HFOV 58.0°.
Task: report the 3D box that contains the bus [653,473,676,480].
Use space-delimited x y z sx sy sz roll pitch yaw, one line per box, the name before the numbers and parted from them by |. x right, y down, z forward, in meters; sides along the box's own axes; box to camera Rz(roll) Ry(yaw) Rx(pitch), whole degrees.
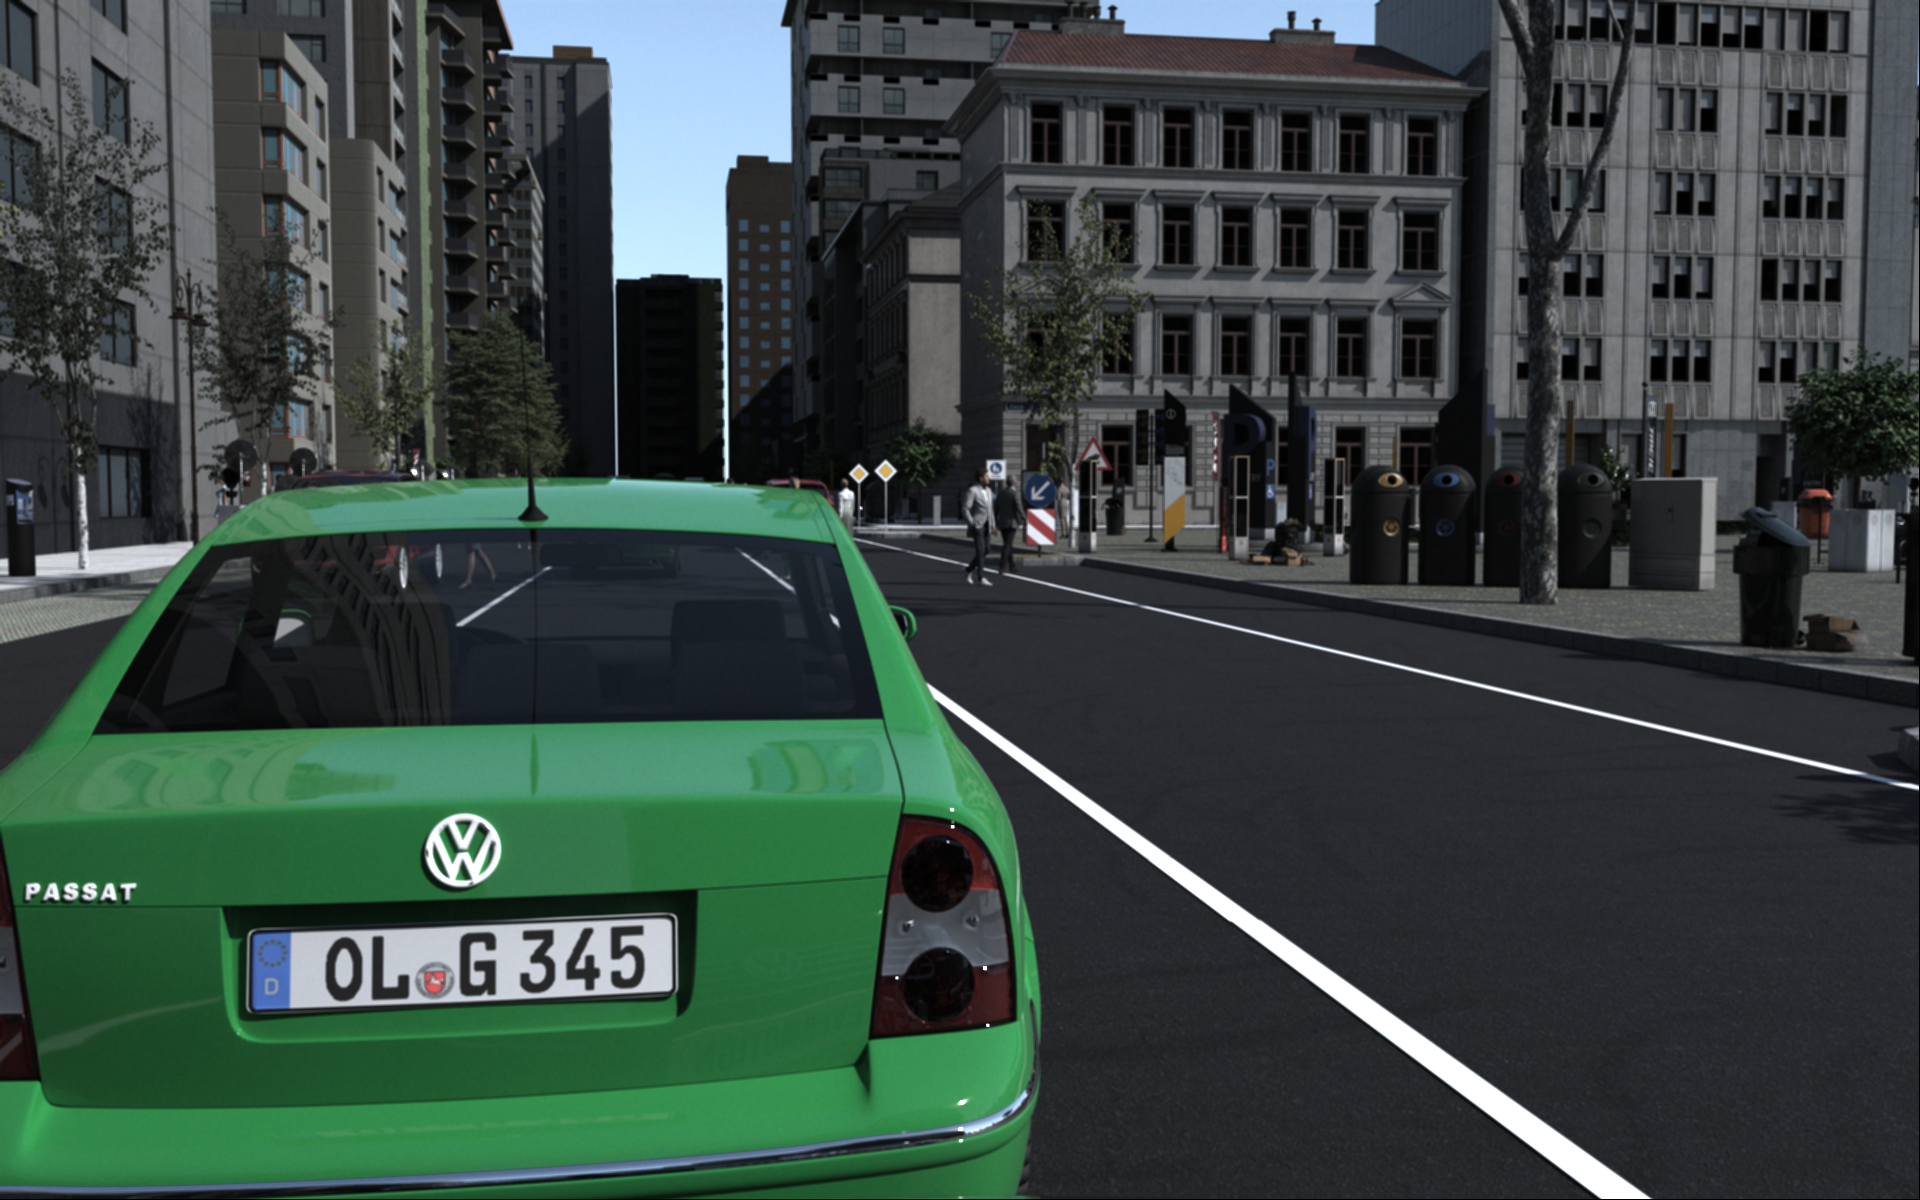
bus | -34.523 -12.901 202.474 2.896 3.916 12.252 -1 4 -10

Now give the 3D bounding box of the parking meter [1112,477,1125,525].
parking meter | 5.467 -3.308 59.793 0.399 1.863 0.255 0 4 -4

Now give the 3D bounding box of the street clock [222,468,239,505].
street clock | -19.387 -2.541 46.111 0.471 2.002 0.358 -2 4 -32

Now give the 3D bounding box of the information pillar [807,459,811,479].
information pillar | -9.316 -7.080 107.114 0.183 3.616 0.504 -3 5 -43

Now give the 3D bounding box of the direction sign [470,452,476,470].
direction sign | -25.972 -6.146 92.484 0.379 3.537 0.876 -3 4 -38

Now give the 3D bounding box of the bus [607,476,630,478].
bus | -33.255 -10.567 167.633 2.948 3.499 13.247 -1 4 -9

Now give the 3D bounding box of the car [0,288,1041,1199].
car | -0.998 0.265 4.465 1.959 1.807 4.718 -1 4 -9

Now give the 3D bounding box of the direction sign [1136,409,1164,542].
direction sign | 5.123 -3.324 46.347 0.876 3.537 0.379 2 4 27

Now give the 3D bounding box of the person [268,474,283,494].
person | -17.567 -2.349 44.731 0.850 1.792 0.678 3 5 39

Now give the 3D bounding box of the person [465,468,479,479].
person | -7.251 -1.068 25.983 0.654 1.822 0.581 -1 4 -9

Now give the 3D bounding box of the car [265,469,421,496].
car | -9.119 -1.065 26.094 2.281 1.827 5.304 0 4 -8

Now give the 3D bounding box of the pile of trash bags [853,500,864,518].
pile of trash bags | -5.094 -5.202 94.807 1.912 1.369 3.447 -3 4 -37

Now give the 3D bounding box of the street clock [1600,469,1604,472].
street clock | 18.357 -2.773 49.907 0.358 2.002 0.471 0 4 -3

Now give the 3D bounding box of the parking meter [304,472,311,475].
parking meter | -17.180 -2.454 45.840 0.255 1.863 0.399 -2 4 -33

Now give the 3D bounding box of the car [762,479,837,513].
car | -4.275 -2.165 44.069 2.281 1.827 5.304 -1 4 -10

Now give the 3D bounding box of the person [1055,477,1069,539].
person | 2.940 -2.655 49.794 0.599 1.781 0.374 -3 5 -43

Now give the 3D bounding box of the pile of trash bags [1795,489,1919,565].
pile of trash bags | 17.162 -1.348 31.786 3.447 1.369 1.912 0 4 6

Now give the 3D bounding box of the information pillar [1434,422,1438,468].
information pillar | 15.512 -3.955 56.012 0.183 3.616 0.504 -2 4 -24

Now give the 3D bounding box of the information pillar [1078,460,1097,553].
information pillar | 2.769 -2.023 37.566 0.304 2.012 0.304 2 4 29

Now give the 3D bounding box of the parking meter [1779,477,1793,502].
parking meter | 28.420 -3.297 59.610 0.255 1.863 0.399 -1 4 -19

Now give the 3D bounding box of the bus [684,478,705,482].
bus | -30.761 -12.546 199.983 2.948 3.499 13.247 -1 4 -9

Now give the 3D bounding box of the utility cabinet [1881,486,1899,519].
utility cabinet | 27.203 -2.568 50.673 0.318 1.500 1.173 1 4 21

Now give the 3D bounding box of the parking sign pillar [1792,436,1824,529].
parking sign pillar | 31.144 -4.579 63.344 1.447 3.967 1.447 -2 4 -34

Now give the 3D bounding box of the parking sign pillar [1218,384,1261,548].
parking sign pillar | 6.965 -3.262 41.798 1.447 3.967 1.447 -3 5 -44

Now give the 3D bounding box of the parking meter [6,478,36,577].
parking meter | -14.655 -1.138 27.023 0.372 1.533 0.369 0 3 0

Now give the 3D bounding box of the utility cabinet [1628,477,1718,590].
utility cabinet | 9.587 -0.897 23.340 0.318 1.500 1.173 -2 4 -27

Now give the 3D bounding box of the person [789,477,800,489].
person | -3.866 -1.788 37.950 0.699 1.804 1.509 -3 5 -43

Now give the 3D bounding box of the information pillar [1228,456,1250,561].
information pillar | 5.375 -1.767 33.378 0.304 2.012 0.304 -1 4 -12

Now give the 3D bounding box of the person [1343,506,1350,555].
person | 7.929 -1.590 36.317 0.640 1.303 0.475 3 5 44

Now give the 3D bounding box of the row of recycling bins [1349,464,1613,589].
row of recycling bins | 7.253 -1.050 24.278 3.534 1.692 1.069 1 4 20

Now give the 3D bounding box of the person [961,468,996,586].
person | 0.254 -1.156 27.249 0.795 1.843 0.661 3 5 43

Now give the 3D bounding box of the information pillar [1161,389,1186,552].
information pillar | 4.760 -2.887 38.555 0.504 3.616 0.183 0 4 -4

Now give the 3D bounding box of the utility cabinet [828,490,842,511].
utility cabinet | -7.297 -5.505 98.690 1.173 1.500 0.318 -1 4 -19

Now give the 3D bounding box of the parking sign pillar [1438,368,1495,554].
parking sign pillar | 11.046 -3.018 37.812 1.447 3.967 1.447 -2 4 -29

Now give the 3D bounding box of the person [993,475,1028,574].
person | 0.934 -1.370 31.297 0.661 1.777 0.834 2 4 35

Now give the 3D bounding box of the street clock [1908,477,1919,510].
street clock | 41.665 -4.349 75.668 0.358 2.002 0.471 -3 5 -43

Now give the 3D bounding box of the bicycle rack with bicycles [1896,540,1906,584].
bicycle rack with bicycles | 14.874 -0.683 24.553 2.925 0.926 2.852 -2 4 -33

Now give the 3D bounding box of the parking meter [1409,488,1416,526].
parking meter | 18.142 -3.750 69.731 0.372 1.533 0.369 0 3 0

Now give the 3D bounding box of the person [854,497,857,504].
person | -6.216 -5.587 102.882 1.012 1.151 0.738 1 4 9

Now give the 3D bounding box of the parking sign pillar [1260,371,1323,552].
parking sign pillar | 7.630 -3.070 38.661 1.447 3.967 1.447 1 4 21

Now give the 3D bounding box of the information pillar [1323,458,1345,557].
information pillar | 7.691 -1.905 35.631 0.304 2.012 0.304 -3 4 -37

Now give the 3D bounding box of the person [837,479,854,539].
person | -2.698 -1.986 41.192 0.478 1.798 0.641 -1 4 -22

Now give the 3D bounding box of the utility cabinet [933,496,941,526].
utility cabinet | -0.937 -3.574 69.601 0.306 1.237 1.020 0 3 0

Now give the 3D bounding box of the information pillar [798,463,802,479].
information pillar | -12.177 -8.584 131.697 0.183 3.616 0.504 2 4 26

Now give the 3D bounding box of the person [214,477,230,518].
person | -20.011 -2.508 47.146 0.778 1.811 0.616 -1 4 -12

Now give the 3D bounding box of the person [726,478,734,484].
person | -6.586 -2.594 50.278 0.648 1.900 0.474 -1 4 -12

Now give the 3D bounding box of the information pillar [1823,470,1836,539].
information pillar | 24.822 -2.750 49.453 0.304 2.012 0.304 2 4 34
